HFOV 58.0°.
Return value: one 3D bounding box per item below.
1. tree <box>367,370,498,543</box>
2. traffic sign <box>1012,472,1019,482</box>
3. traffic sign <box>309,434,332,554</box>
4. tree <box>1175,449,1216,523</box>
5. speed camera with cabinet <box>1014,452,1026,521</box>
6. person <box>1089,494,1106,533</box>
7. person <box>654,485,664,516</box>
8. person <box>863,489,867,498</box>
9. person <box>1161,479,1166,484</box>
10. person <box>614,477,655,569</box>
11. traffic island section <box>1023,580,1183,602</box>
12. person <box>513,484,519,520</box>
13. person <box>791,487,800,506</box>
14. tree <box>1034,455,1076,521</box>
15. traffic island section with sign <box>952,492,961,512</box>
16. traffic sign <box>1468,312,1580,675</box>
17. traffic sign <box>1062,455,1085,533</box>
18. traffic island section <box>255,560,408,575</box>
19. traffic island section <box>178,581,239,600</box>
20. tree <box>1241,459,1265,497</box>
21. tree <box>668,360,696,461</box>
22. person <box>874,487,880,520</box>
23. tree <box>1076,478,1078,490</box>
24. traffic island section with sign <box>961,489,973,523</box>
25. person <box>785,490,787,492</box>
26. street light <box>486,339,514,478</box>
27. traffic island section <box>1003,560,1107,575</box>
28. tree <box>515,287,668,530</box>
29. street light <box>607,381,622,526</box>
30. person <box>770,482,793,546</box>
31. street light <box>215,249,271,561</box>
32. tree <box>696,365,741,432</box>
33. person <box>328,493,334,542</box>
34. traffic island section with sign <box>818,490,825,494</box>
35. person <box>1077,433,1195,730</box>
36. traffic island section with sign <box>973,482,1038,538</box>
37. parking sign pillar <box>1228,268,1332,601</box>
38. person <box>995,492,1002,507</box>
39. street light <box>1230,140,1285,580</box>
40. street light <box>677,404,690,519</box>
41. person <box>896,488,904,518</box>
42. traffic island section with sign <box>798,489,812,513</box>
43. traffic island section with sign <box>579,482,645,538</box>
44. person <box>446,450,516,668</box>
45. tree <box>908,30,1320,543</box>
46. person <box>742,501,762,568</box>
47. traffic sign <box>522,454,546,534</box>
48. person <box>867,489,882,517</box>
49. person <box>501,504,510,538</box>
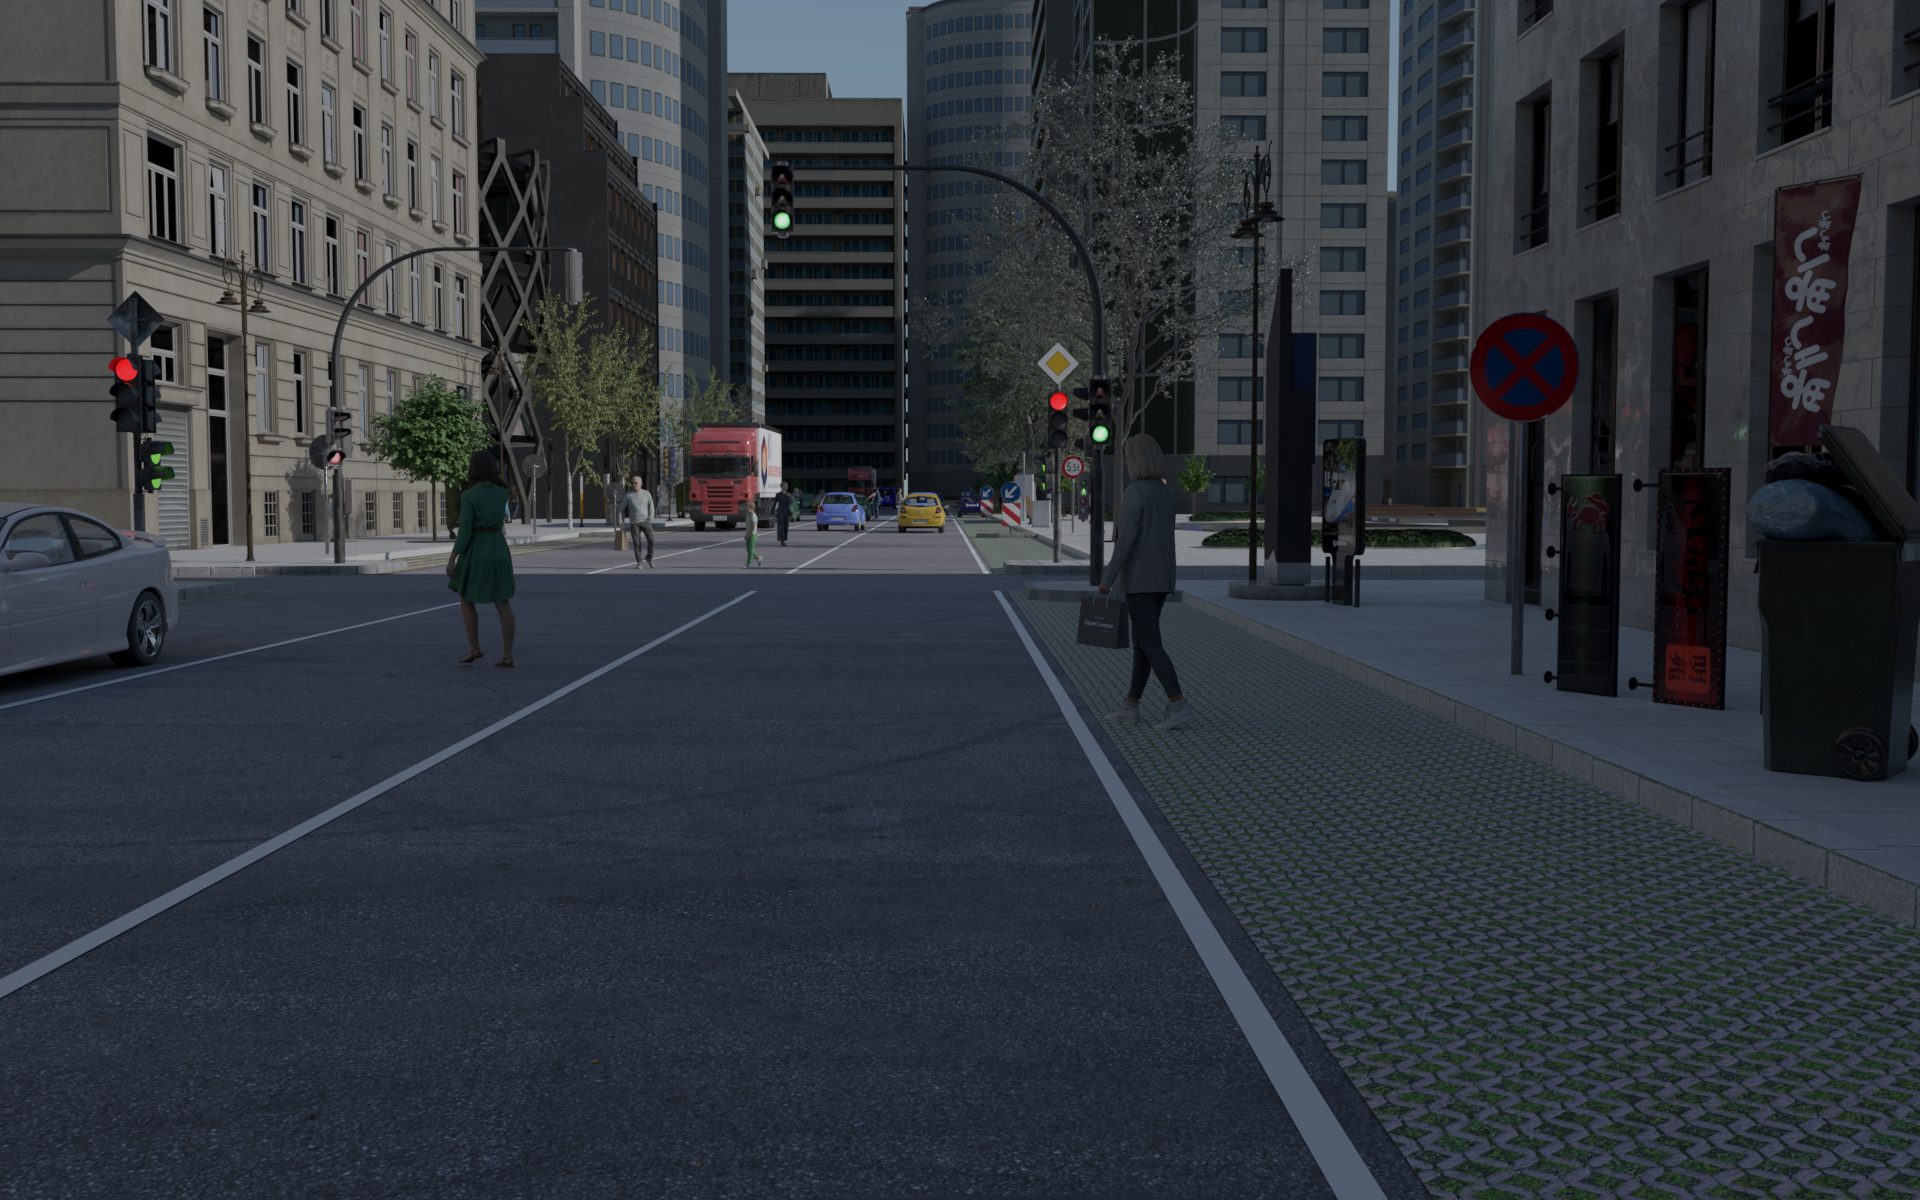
[{"bbox_3d":[-13.918,-3.813,46.056,4.285,4.588,4.351,0,3,0],"label":"tree"},{"bbox_3d":[3.374,-6.201,101.397,0.884,2.594,0.081,0,4,8],"label":"traffic sign"},{"bbox_3d":[-13.521,-2.253,36.945,0.768,2.556,0.104,0,4,5],"label":"traffic sign"},{"bbox_3d":[9.999,-4.893,74.599,1.663,3.219,1.824,0,3,0],"label":"tree"},{"bbox_3d":[2.878,-5.426,83.055,0.660,3.252,2.038,0,4,3],"label":"speed camera with cabinet"},{"bbox_3d":[4.245,-2.859,53.466,0.598,1.740,0.731,-1,4,-18],"label":"person"},{"bbox_3d":[-17.240,-5.696,99.343,0.590,1.801,0.661,-1,4,-10],"label":"person"},{"bbox_3d":[-7.166,-7.435,130.069,0.705,1.822,1.348,-1,4,-12],"label":"person"},{"bbox_3d":[5.987,-2.813,52.711,0.731,1.740,0.598,-3,5,-44],"label":"person"},{"bbox_3d":[-6.249,-1.484,33.245,0.782,1.767,0.515,-1,4,-14],"label":"person"},{"bbox_3d":[1.930,-0.121,24.266,2.009,0.180,2.903,0,4,-1],"label":"traffic island section"},{"bbox_3d":[-22.084,-4.892,85.934,0.656,1.842,0.836,0,4,-6],"label":"person"},{"bbox_3d":[-9.201,-5.382,96.680,0.537,1.800,0.526,0,4,-3],"label":"person"},{"bbox_3d":[4.083,-5.129,78.465,1.663,3.219,1.824,0,3,0],"label":"tree"},{"bbox_3d":[0.582,-7.702,134.559,1.989,1.847,2.006,0,4,-1],"label":"traffic island section with sign"},{"bbox_3d":[3.962,-0.743,12.250,0.768,2.556,0.104,0,4,4],"label":"traffic sign"},{"bbox_3d":[3.729,-3.490,57.159,0.768,2.556,0.104,0,4,1],"label":"traffic sign"},{"bbox_3d":[-11.509,-0.600,32.091,2.009,0.180,2.903,0,4,-1],"label":"traffic island section"},{"bbox_3d":[-11.411,-0.112,24.107,2.009,0.180,2.903,0,4,-1],"label":"traffic island section"},{"bbox_3d":[14.702,-5.613,86.377,1.663,3.219,1.824,0,3,0],"label":"tree"},{"bbox_3d":[-14.420,-7.625,75.034,4.737,8.622,4.395,0,3,0],"label":"tree"},{"bbox_3d":[-4.682,-5.429,97.445,0.419,1.800,0.721,-1,4,-15],"label":"person"},{"bbox_3d":[4.974,-5.463,83.919,1.663,3.219,1.824,0,3,0],"label":"tree"},{"bbox_3d":[1.189,-4.683,85.202,1.989,1.847,2.006,0,4,-1],"label":"traffic island section with sign"},{"bbox_3d":[-17.705,-10.356,176.280,0.530,1.710,0.541,-2,4,-35],"label":"person"},{"bbox_3d":[-13.728,-4.833,51.801,0.468,5.910,1.993,0,4,-1],"label":"street light"},{"bbox_3d":[1.831,-0.610,32.250,2.009,0.180,2.903,0,4,-1],"label":"traffic island section"},{"bbox_3d":[-13.850,-6.846,62.296,4.737,8.622,4.395,0,3,0],"label":"tree"},{"bbox_3d":[-13.995,-5.947,70.025,0.468,5.910,1.993,0,4,-1],"label":"street light"},{"bbox_3d":[-4.915,-2.376,47.774,0.534,1.772,0.576,3,5,41],"label":"person"},{"bbox_3d":[-13.572,-3.679,32.944,0.468,5.910,1.993,0,4,-1],"label":"street light"},{"bbox_3d":[-14.624,-9.036,98.104,4.737,8.622,4.395,0,3,0],"label":"tree"},{"bbox_3d":[-16.536,-2.179,45.941,0.394,1.301,0.425,0,3,0],"label":"person"},{"bbox_3d":[-12.772,-9.311,160.854,1.989,1.847,2.006,0,4,-1],"label":"traffic island section with sign"},{"bbox_3d":[1.102,-0.115,10.571,0.728,1.800,0.709,3,5,41],"label":"person"},{"bbox_3d":[1.535,-2.949,56.847,1.989,1.847,2.006,0,4,-1],"label":"traffic island section with sign"},{"bbox_3d":[4.059,-2.014,21.407,1.447,3.967,1.447,0,4,3],"label":"parking sign pillar"},{"bbox_3d":[4.107,-10.437,176.705,0.705,1.823,1.348,3,5,42],"label":"person"},{"bbox_3d":[3.939,-3.079,23.133,0.468,5.910,1.993,0,4,-1],"label":"street light"},{"bbox_3d":[-14.215,-7.117,89.145,0.468,5.910,1.993,0,4,-1],"label":"street light"},{"bbox_3d":[-3.561,-5.825,103.933,0.583,1.804,0.606,-2,4,-28],"label":"person"},{"bbox_3d":[-12.445,-7.659,133.847,1.989,1.847,2.006,0,4,-1],"label":"traffic island section with sign"},{"bbox_3d":[-11.499,-2.993,57.568,1.989,1.847,2.006,0,4,-1],"label":"traffic island section with sign"},{"bbox_3d":[-3.933,-0.342,14.346,0.529,1.795,0.600,2,4,30],"label":"person"},{"bbox_3d":[4.241,-8.275,45.670,12.009,13.543,11.850,0,3,0],"label":"tree"},{"bbox_3d":[-4.029,-1.277,33.626,0.306,1.304,0.590,3,4,36],"label":"person"},{"bbox_3d":[-13.622,-3.383,55.411,0.768,2.556,0.104,0,4,2],"label":"traffic sign"},{"bbox_3d":[-5.496,-6.186,110.353,1.217,1.736,0.721,-2,4,-26],"label":"person"},{"bbox_3d":[-10.042,-1.745,37.381,0.601,1.785,0.444,1,4,12],"label":"person"}]
